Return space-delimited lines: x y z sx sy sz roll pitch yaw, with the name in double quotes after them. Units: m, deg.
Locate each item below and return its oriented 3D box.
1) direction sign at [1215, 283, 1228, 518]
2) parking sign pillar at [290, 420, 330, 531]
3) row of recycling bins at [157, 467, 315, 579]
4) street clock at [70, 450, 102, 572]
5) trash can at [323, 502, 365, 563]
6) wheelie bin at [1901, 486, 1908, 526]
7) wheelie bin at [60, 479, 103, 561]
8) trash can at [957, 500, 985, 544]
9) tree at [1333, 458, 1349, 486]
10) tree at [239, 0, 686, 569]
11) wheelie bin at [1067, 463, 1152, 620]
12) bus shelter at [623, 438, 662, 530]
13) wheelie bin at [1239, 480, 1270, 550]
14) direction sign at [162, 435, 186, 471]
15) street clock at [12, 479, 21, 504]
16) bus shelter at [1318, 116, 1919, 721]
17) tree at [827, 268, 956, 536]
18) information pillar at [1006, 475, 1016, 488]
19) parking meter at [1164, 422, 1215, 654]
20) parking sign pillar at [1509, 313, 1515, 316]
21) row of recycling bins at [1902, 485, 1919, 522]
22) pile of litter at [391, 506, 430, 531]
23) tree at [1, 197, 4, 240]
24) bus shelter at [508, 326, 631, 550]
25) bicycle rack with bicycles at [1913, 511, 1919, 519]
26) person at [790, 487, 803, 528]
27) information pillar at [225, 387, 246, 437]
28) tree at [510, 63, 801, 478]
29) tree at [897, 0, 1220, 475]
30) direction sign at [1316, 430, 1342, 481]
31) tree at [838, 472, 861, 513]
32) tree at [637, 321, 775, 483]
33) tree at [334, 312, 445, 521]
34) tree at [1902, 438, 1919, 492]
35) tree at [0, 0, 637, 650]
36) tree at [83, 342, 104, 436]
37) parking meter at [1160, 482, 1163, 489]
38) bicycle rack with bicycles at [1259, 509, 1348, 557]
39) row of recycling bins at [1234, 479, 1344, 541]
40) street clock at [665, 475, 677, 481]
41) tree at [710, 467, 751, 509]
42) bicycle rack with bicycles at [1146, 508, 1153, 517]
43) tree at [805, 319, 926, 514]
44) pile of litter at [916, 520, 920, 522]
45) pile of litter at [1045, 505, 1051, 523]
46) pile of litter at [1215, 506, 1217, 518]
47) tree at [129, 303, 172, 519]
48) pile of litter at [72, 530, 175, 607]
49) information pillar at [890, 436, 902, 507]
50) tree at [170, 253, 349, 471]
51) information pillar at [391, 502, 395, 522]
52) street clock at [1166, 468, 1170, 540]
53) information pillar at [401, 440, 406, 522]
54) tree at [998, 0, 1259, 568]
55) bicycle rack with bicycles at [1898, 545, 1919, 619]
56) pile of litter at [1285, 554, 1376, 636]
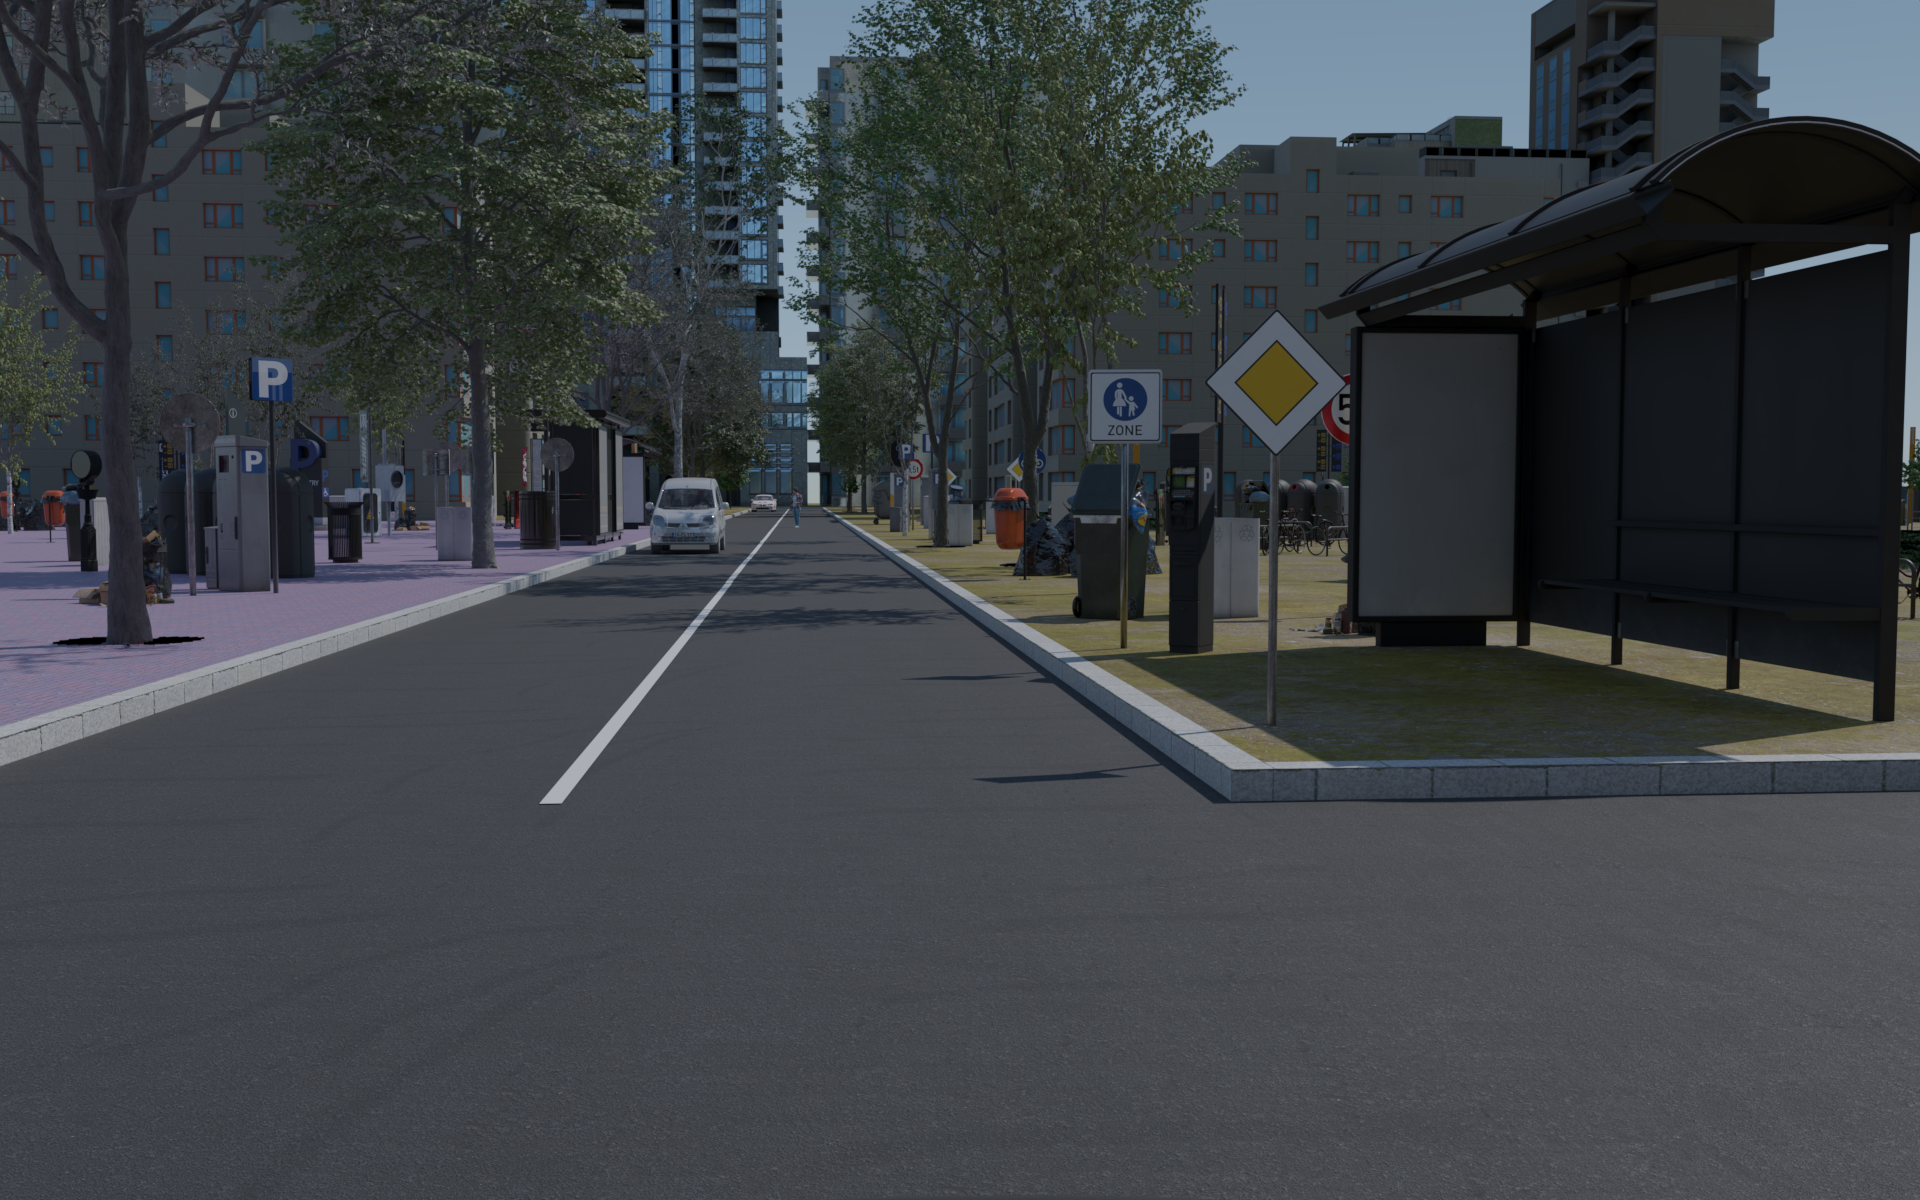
2.878 -1.659 19.123 0.379 3.537 0.876 1 4 15 "direction sign"
-22.865 -4.429 60.879 1.447 3.967 1.447 1 4 16 "parking sign pillar"
-11.477 -1.238 27.350 3.534 1.692 1.069 2 4 35 "row of recycling bins"
-14.440 -1.474 28.667 0.471 2.002 0.358 2 4 23 "street clock"
-11.496 -1.267 32.369 0.748 1.137 0.748 0 3 0 "trash can"
38.078 -3.808 70.174 0.693 1.594 0.980 -3 4 -39 "wheelie bin"
-16.797 -1.543 33.141 0.693 1.594 0.980 -1 4 -23 "wheelie bin"
0.279 -2.013 44.568 0.748 1.137 0.748 0 3 0 "trash can"
18.120 -5.172 79.163 1.663 3.219 1.824 0 3 0 "tree"
-8.335 -6.791 29.165 7.486 12.596 7.792 0 3 0 "tree"
1.550 -0.612 17.914 0.980 1.594 0.693 2 4 31 "wheelie bin"
-12.403 -4.349 65.036 2.014 3.302 5.546 0 4 -5 "bus shelter"
6.880 -1.969 40.099 0.693 1.594 0.980 -1 4 -23 "wheelie bin"
-26.195 -4.035 57.973 0.876 3.537 0.379 -1 4 -21 "direction sign"
-39.705 -4.180 72.905 0.358 2.002 0.471 -1 4 -16 "street clock"
4.284 -1.109 12.056 2.014 3.302 5.546 0 4 -5 "bus shelter"
-1.777 -6.261 52.722 4.360 8.622 3.978 0 3 0 "tree"
1.992 -3.851 67.456 0.304 2.012 0.304 -3 5 -39 "information pillar"
1.876 -0.508 14.015 0.255 1.863 0.399 2 4 32 "parking meter"
7.760 -2.318 26.365 1.447 3.967 1.447 2 4 29 "parking sign pillar"
43.997 -4.432 79.574 1.069 1.692 3.534 0 4 -4 "row of recycling bins"
-19.161 -2.869 60.869 1.719 0.858 1.176 -2 4 -30 "pile of litter"
-23.319 -5.458 39.601 4.737 8.622 4.395 0 3 0 "tree"
-9.926 -4.070 44.169 2.179 5.291 8.768 0 4 -5 "bus shelter"
38.109 -3.283 67.057 2.852 0.926 2.925 0 4 0 "bicycle rack with bicycles"
-6.963 -3.948 73.893 0.563 1.720 0.643 2 4 29 "person"
-15.959 -2.864 38.189 0.183 3.616 0.504 2 4 25 "information pillar"
-13.647 -13.517 76.897 12.611 20.169 13.585 0 3 0 "tree"
1.470 -4.383 22.029 4.737 8.622 4.395 0 3 0 "tree"
12.944 -4.209 60.817 0.876 3.537 0.379 0 4 -1 "direction sign"
-7.419 -7.683 120.223 1.663 3.219 1.824 0 3 0 "tree"
-16.110 -11.721 108.646 9.611 12.733 9.660 0 3 0 "tree"
-22.850 -7.270 69.235 4.737 8.622 4.395 0 3 0 "tree"
28.555 -3.478 51.461 1.663 3.219 1.824 0 3 0 "tree"
-7.272 -6.363 14.409 12.009 13.543 11.850 0 3 0 "tree"
-36.800 -7.773 77.450 4.360 8.622 3.978 0 3 0 "tree"
9.456 -4.574 80.496 0.255 1.863 0.399 2 4 31 "parking meter"
7.259 -1.425 36.681 2.852 0.926 2.925 3 5 44 "bicycle rack with bicycles"
9.272 -2.553 48.850 3.534 1.692 1.069 3 5 44 "row of recycling bins"
-10.860 -3.706 65.170 0.471 2.002 0.358 3 4 38 "street clock"
-19.525 -9.974 146.784 4.285 4.588 4.351 0 3 0 "tree"
7.417 -4.241 82.730 2.852 0.926 2.925 -3 4 -37 "bicycle rack with bicycles"
-6.097 -11.856 111.972 7.486 12.596 7.792 0 3 0 "tree"
-1.303 -4.022 79.730 1.176 0.858 1.719 -2 4 -32 "pile of litter"
4.095 -3.531 71.702 1.176 0.858 1.719 2 4 34 "pile of litter"
9.712 -3.320 68.253 1.719 0.858 1.176 -3 4 -38 "pile of litter"
-27.975 -6.939 63.819 4.360 8.622 3.978 0 3 0 "tree"
-9.822 -0.392 20.379 1.176 0.858 1.719 -1 4 -10 "pile of litter"
-2.470 -4.660 67.549 0.504 3.616 0.183 -1 4 -17 "information pillar"
-21.249 -6.322 53.732 4.360 8.622 3.978 0 3 0 "tree"
-26.435 -4.646 80.447 0.304 2.012 0.304 -3 5 -41 "information pillar"
5.882 -2.647 47.853 0.358 2.002 0.471 -1 4 -16 "street clock"
-24.211 -5.137 75.338 0.183 3.616 0.504 -2 4 -26 "information pillar"
1.340 -6.405 30.482 9.928 11.665 9.643 0 3 0 "tree"
8.708 -0.310 18.449 2.852 0.926 2.925 -1 4 -20 "bicycle rack with bicycles"
3.904 -0.123 15.972 1.176 0.858 1.719 -3 4 -38 "pile of litter"
